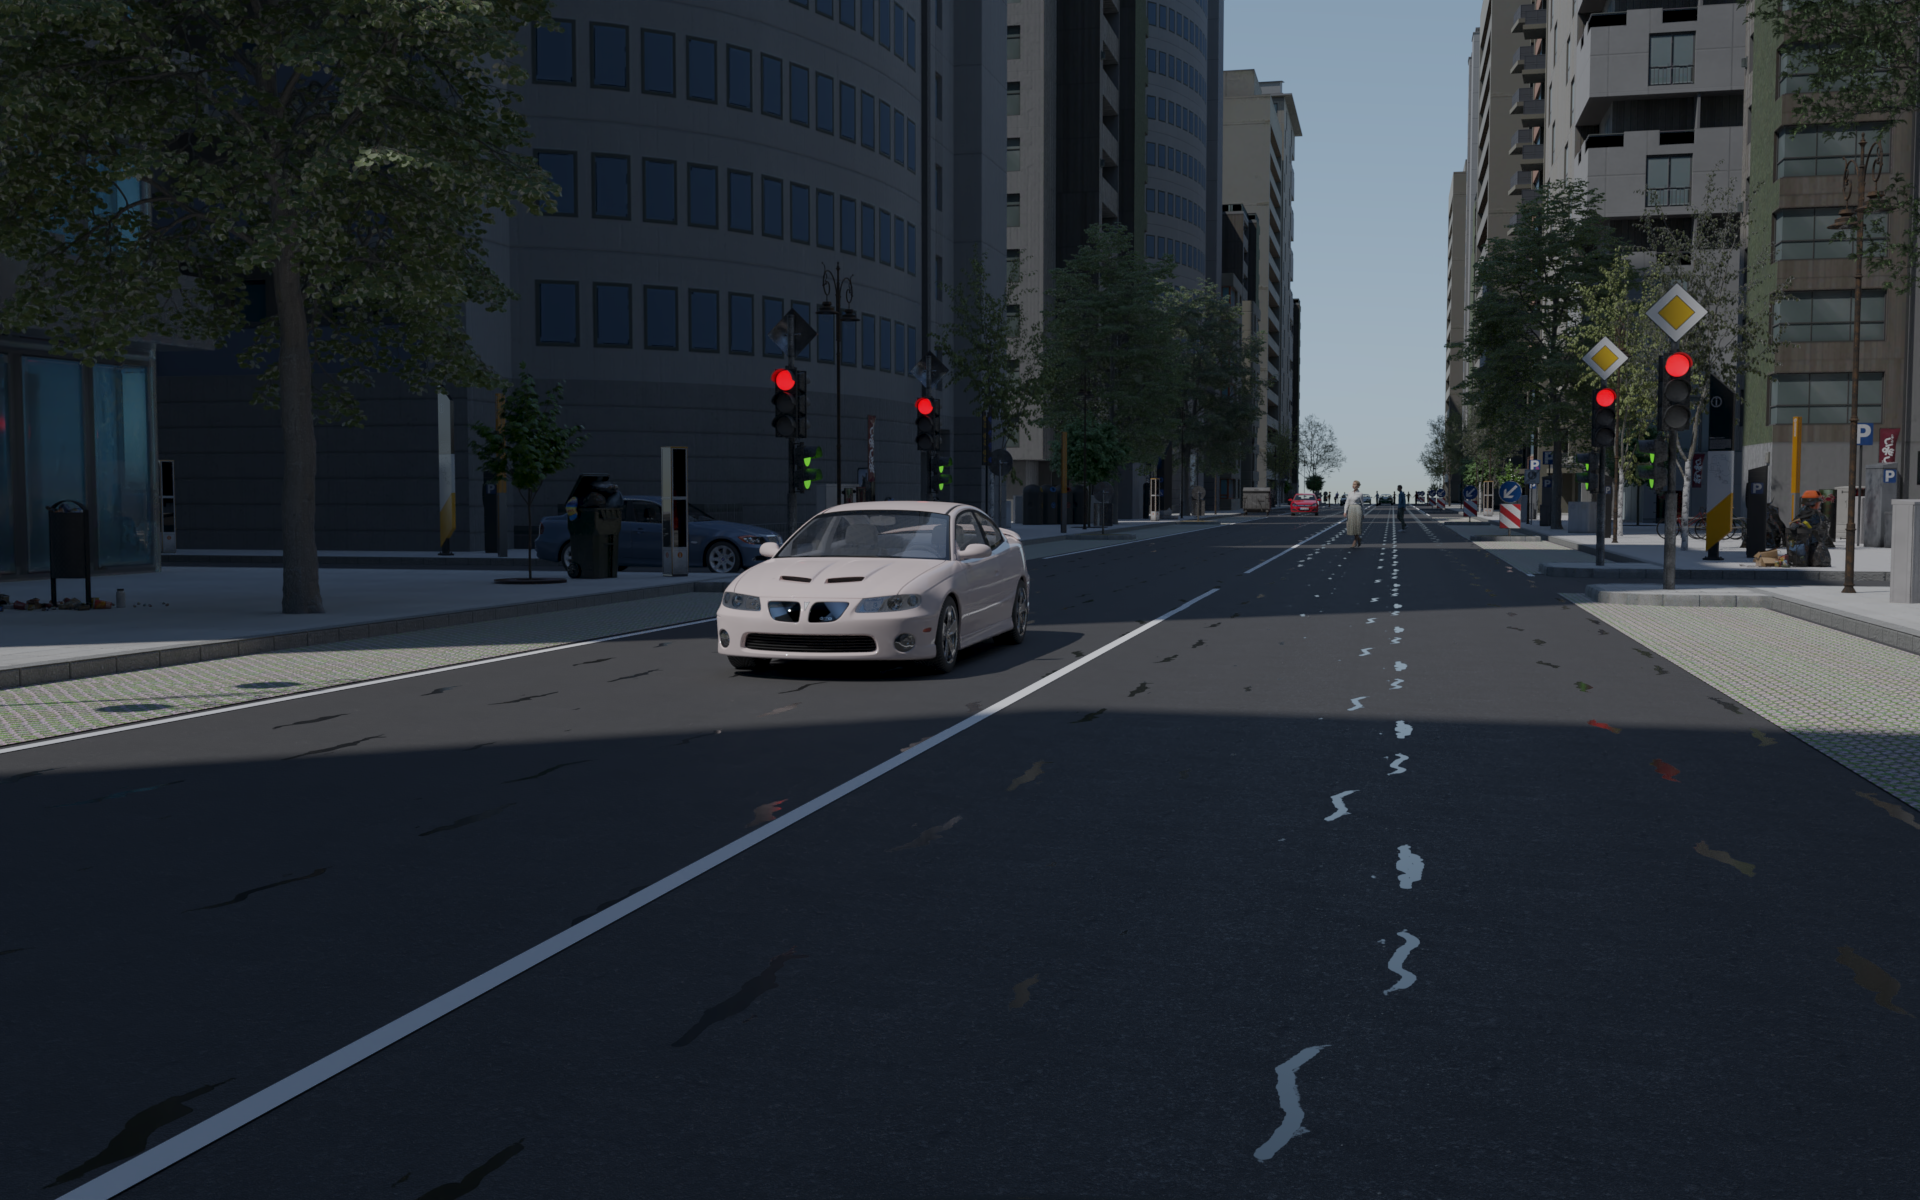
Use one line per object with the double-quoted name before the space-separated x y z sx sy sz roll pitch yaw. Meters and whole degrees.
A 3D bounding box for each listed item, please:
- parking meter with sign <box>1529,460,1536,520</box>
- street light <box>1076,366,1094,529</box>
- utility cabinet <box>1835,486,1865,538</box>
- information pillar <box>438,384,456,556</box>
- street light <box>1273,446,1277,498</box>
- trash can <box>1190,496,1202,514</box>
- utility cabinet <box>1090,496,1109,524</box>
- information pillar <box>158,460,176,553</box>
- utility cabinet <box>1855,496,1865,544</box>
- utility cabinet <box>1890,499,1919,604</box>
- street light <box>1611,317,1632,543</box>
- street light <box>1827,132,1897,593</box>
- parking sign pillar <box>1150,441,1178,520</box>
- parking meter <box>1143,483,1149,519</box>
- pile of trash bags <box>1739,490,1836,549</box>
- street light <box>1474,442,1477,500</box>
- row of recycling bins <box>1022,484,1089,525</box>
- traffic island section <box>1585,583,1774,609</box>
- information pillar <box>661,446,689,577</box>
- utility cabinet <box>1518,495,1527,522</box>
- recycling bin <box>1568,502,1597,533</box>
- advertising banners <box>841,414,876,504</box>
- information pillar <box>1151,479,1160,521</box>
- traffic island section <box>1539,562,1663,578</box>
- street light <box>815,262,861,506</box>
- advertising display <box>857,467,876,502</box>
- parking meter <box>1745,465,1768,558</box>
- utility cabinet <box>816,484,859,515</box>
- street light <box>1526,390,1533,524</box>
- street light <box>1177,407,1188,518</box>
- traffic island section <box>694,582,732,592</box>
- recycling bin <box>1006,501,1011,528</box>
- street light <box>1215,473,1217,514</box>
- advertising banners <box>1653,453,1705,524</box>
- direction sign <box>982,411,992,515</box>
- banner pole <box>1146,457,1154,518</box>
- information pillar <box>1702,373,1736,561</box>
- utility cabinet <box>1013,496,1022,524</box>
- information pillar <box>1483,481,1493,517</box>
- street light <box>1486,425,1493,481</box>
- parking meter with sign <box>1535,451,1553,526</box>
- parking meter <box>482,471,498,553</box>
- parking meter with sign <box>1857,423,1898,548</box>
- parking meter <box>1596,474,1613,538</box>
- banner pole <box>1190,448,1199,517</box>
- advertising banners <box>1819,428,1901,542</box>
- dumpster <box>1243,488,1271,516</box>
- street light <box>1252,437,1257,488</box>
"parking meter with sign" 28.904 -5.575 87.412 0.543 3.016 1.738 2 4 23
"street light" 4.518 -5.494 62.620 0.468 5.910 1.993 1 4 14
"utility cabinet" 25.249 -2.478 49.198 0.318 1.500 1.173 0 4 0
"information pillar" -10.675 -2.731 36.002 0.504 3.616 0.183 3 5 43
"street light" 30.106 -11.783 165.436 0.468 5.910 1.993 1 4 14
"trash can" 14.442 -5.758 105.797 0.748 1.137 0.748 0 3 0
"utility cabinet" 6.008 -3.935 75.500 1.020 1.237 0.306 -2 4 -32
"information pillar" -17.215 -2.020 37.524 0.304 2.012 0.304 3 5 43
"utility cabinet" 23.553 -2.061 44.860 1.020 1.237 0.306 -2 4 -28
"utility cabinet" 11.505 -0.575 20.560 1.020 1.237 0.306 -2 4 -27
"street light" 17.187 -4.433 45.274 0.468 5.910 1.993 1 4 14
"street light" 11.540 -3.029 22.308 0.468 5.910 1.993 1 4 14
"parking sign pillar" 10.343 -6.068 87.681 1.447 3.967 1.447 2 4 25
"parking meter" 9.620 -5.126 89.523 0.255 1.863 0.399 -1 4 -9
"pile of trash bags" 20.186 -1.963 41.850 1.912 1.369 3.447 3 5 39
"street light" 35.885 -9.022 120.298 0.468 5.910 1.993 1 4 14
"row of recycling bins" 3.984 -4.017 72.784 3.534 1.692 1.069 -3 5 -42
"traffic island section" 9.554 -0.062 23.289 2.009 0.180 2.903 1 4 14
"information pillar" -4.434 -1.373 26.935 0.304 2.012 0.304 -3 5 -40
"utility cabinet" 25.548 -4.126 78.623 0.306 1.237 1.020 1 4 10
"recycling bin" 20.478 -2.716 56.962 0.722 1.027 0.722 3 5 42
"advertising banners" -2.167 -2.532 37.584 0.090 3.025 2.074 1 4 17
"information pillar" 9.231 -4.734 81.900 0.304 2.012 0.304 3 5 45
"traffic island section" 11.490 -0.536 31.037 2.009 0.180 2.903 1 4 14
"street light" -2.426 -3.782 34.623 0.468 5.910 1.993 1 4 14
"advertising display" -2.267 -2.246 41.937 0.123 1.923 0.974 -1 4 -23
"parking meter" 15.994 -1.779 34.805 0.399 1.863 0.255 2 4 26
"utility cabinet" -2.707 -1.811 38.287 0.318 1.500 1.173 2 4 35
"street light" 24.240 -6.174 73.738 0.468 5.910 1.993 1 4 14
"street light" 11.692 -7.238 91.124 0.468 5.910 1.993 1 4 14
"traffic island section" -2.565 -0.246 26.310 2.009 0.180 2.903 1 4 14
"recycling bin" 1.447 -3.214 65.099 0.722 1.027 0.722 -2 4 -32
"street light" 16.097 -8.326 108.914 0.468 5.910 1.993 1 4 14
"advertising banners" 31.072 -4.809 74.809 2.074 3.025 0.090 0 4 7
"direction sign" 0.736 -3.410 47.752 0.379 3.537 0.876 1 4 17
"banner pole" 10.272 -6.335 93.586 0.863 3.779 0.401 -3 4 -36
"information pillar" 14.661 -2.572 33.413 0.183 3.616 0.504 -3 5 -41
"utility cabinet" 2.837 -3.928 75.383 1.020 1.237 0.306 -1 4 -20
"information pillar" 30.458 -5.849 100.130 0.304 2.012 0.304 2 4 29
"street light" 31.374 -7.932 102.478 0.468 5.910 1.993 1 4 14
"parking meter with sign" 23.606 -4.486 69.612 0.543 3.016 1.738 2 4 23
"parking meter" -10.137 -1.951 37.610 0.399 1.863 0.255 1 4 9
"parking meter with sign" 22.143 -2.777 41.665 0.543 3.016 1.738 0 4 -4
"parking meter" 18.747 -2.731 50.371 0.399 1.863 0.255 -2 4 -23
"banner pole" 12.923 -6.444 95.370 0.401 3.779 0.863 -2 4 -31
"advertising banners" 23.785 -3.041 45.911 2.074 3.025 0.090 0 4 8
"dumpster" 19.669 -6.517 114.760 1.865 1.857 1.264 1 4 14
"street light" 23.154 -10.045 137.019 0.468 5.910 1.993 1 4 14
